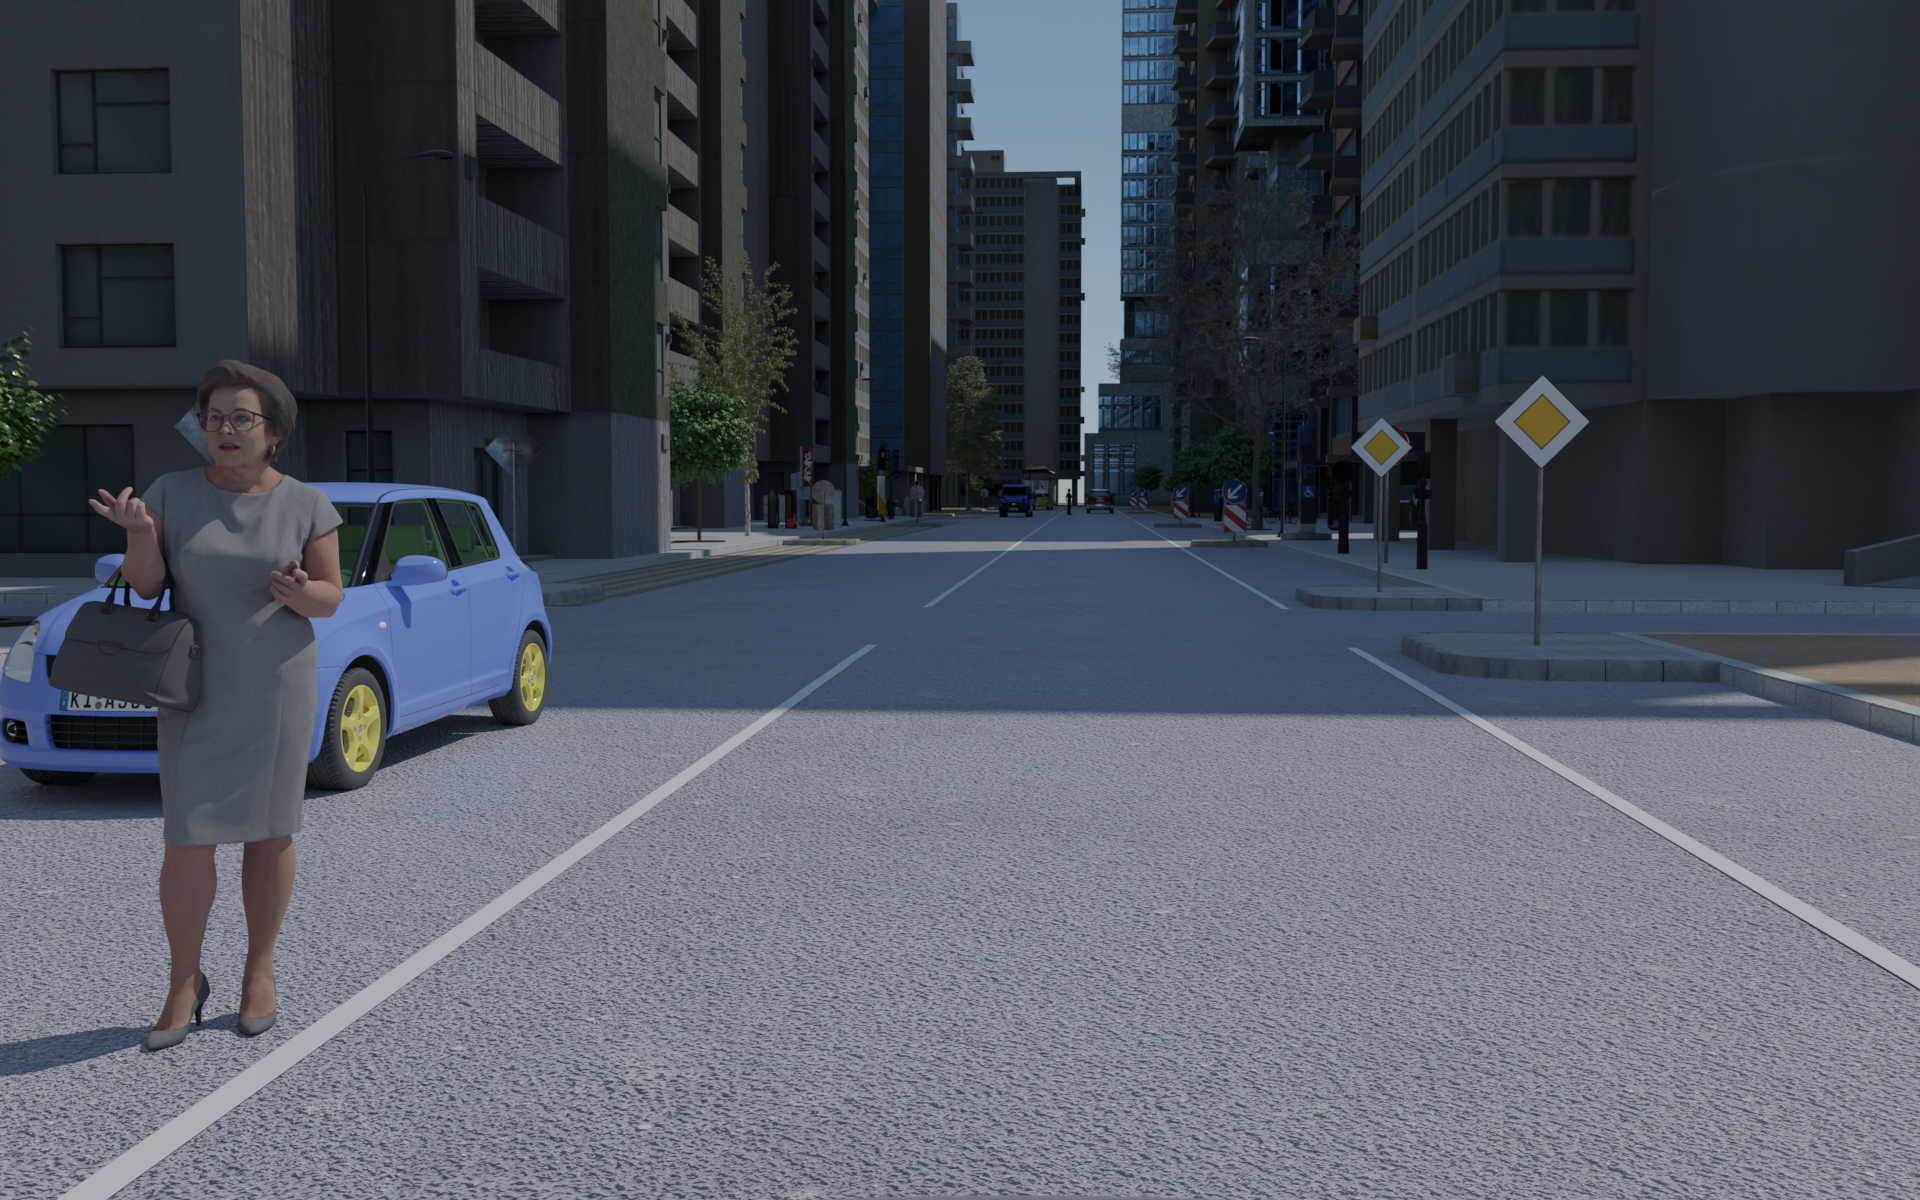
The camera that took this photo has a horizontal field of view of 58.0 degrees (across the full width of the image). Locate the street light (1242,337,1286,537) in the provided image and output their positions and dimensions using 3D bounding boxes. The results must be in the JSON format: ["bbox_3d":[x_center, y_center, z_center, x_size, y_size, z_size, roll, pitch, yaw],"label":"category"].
[{"bbox_3d":[9.033,-4.818,51.322,1.470,5.913,1.316,0,4,4],"label":"street light"}]

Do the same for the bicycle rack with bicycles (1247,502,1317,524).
[{"bbox_3d":[14.345,-3.806,75.611,2.852,0.926,2.925,-3,4,-38],"label":"bicycle rack with bicycles"}]

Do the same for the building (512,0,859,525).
[{"bbox_3d":[-13.028,-19.291,87.116,14.160,30.474,14.107,0,4,4],"label":"building"}]

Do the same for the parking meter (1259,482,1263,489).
[{"bbox_3d":[14.138,-4.642,81.605,0.255,1.863,0.399,0,4,2],"label":"parking meter"}]

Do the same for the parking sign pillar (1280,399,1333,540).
[{"bbox_3d":[9.719,-3.670,48.470,1.447,3.967,1.447,0,4,7],"label":"parking sign pillar"}]

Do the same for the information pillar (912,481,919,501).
[{"bbox_3d":[-2.412,-5.532,94.939,0.304,2.012,0.304,-2,4,-23],"label":"information pillar"}]

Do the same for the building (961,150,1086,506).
[{"bbox_3d":[2.296,-30.979,198.385,23.993,40.220,32.217,0,4,4],"label":"building"}]

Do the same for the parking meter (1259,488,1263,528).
[{"bbox_3d":[11.173,-3.457,64.926,0.372,1.533,0.369,0,3,0],"label":"parking meter"}]

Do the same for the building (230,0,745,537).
[{"bbox_3d":[-16.033,-17.805,62.812,14.160,30.474,14.107,0,4,4],"label":"building"}]

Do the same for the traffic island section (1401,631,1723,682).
[{"bbox_3d":[4.910,0.464,14.689,2.009,0.180,2.903,0,4,4],"label":"traffic island section"}]

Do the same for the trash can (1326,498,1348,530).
[{"bbox_3d":[13.350,-3.040,61.365,0.748,1.137,0.748,0,3,0],"label":"trash can"}]

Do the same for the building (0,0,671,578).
[{"bbox_3d":[-14.002,-15.899,31.654,14.160,30.474,14.107,0,4,4],"label":"building"}]

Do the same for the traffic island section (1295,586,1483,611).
[{"bbox_3d":[5.500,-0.023,22.652,2.009,0.180,2.903,0,4,4],"label":"traffic island section"}]

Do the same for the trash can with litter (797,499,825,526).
[{"bbox_3d":[-5.936,-3.535,69.181,1.055,1.170,0.624,-3,4,-38],"label":"trash can with litter"}]

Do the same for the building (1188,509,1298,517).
[{"bbox_3d":[26.497,-48.800,110.549,22.319,86.520,31.000,0,4,4],"label":"building"}]

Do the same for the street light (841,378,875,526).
[{"bbox_3d":[-4.076,-5.920,69.338,1.470,5.913,1.316,0,4,4],"label":"street light"}]

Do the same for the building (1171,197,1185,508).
[{"bbox_3d":[27.091,-24.024,164.497,14.160,30.474,14.107,0,4,4],"label":"building"}]

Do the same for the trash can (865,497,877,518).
[{"bbox_3d":[-4.687,-4.873,91.326,0.748,1.137,0.748,0,3,0],"label":"trash can"}]

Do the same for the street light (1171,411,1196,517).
[{"bbox_3d":[12.521,-7.616,97.066,1.470,5.913,1.316,0,4,4],"label":"street light"}]

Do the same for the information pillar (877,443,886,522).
[{"bbox_3d":[-3.576,-5.343,78.716,0.183,3.616,0.504,2,4,34],"label":"information pillar"}]

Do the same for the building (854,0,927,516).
[{"bbox_3d":[-18.815,-25.652,111.293,32.217,40.220,23.993,0,4,4],"label":"building"}]

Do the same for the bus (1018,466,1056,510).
[{"bbox_3d":[7.009,-9.962,154.424,2.896,3.916,12.252,0,4,6],"label":"bus"}]

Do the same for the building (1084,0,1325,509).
[{"bbox_3d":[29.356,-53.664,190.076,31.000,86.520,22.319,0,4,4],"label":"building"}]

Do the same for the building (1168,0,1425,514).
[{"bbox_3d":[28.639,-29.836,142.440,22.147,44.769,28.867,0,4,4],"label":"building"}]

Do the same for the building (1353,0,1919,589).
[{"bbox_3d":[21.814,-21.060,36.211,23.993,40.220,32.217,0,4,4],"label":"building"}]

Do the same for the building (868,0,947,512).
[{"bbox_3d":[-8.468,-29.320,129.485,14.600,45.320,14.200,0,4,4],"label":"building"}]

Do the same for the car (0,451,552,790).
[{"bbox_3d":[-3.608,0.001,9.569,1.945,1.707,3.694,0,4,6],"label":"car"}]

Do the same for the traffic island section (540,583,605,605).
[{"bbox_3d":[-6.059,-0.075,23.511,2.009,0.180,2.903,0,4,4],"label":"traffic island section"}]

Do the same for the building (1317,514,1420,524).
[{"bbox_3d":[27.717,-26.094,81.263,22.147,44.769,28.867,0,4,4],"label":"building"}]

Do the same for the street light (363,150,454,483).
[{"bbox_3d":[-7.527,-3.122,23.591,1.470,5.913,1.316,0,4,4],"label":"street light"}]

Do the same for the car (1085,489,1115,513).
[{"bbox_3d":[10.472,-7.391,129.515,2.281,1.827,5.304,0,4,4],"label":"car"}]

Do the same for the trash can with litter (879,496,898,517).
[{"bbox_3d":[-4.005,-5.154,95.659,1.055,1.170,0.624,-2,4,-26],"label":"trash can with litter"}]

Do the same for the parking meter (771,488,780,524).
[{"bbox_3d":[-7.937,-4.033,74.344,0.372,1.533,0.369,0,3,0],"label":"parking meter"}]

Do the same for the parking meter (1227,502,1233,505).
[{"bbox_3d":[10.220,-3.473,65.200,0.372,1.533,0.369,0,3,0],"label":"parking meter"}]

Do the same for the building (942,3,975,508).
[{"bbox_3d":[-14.146,-33.165,161.849,30.456,49.044,23.786,0,4,4],"label":"building"}]

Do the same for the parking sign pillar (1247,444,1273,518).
[{"bbox_3d":[16.305,-6.466,94.193,1.447,3.967,1.447,2,4,24],"label":"parking sign pillar"}]

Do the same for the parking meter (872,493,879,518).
[{"bbox_3d":[-4.613,-5.425,94.415,0.255,1.863,0.399,1,4,16],"label":"parking meter"}]

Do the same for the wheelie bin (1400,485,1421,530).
[{"bbox_3d":[15.855,-3.265,61.291,0.693,1.594,0.980,-3,5,-39],"label":"wheelie bin"}]
